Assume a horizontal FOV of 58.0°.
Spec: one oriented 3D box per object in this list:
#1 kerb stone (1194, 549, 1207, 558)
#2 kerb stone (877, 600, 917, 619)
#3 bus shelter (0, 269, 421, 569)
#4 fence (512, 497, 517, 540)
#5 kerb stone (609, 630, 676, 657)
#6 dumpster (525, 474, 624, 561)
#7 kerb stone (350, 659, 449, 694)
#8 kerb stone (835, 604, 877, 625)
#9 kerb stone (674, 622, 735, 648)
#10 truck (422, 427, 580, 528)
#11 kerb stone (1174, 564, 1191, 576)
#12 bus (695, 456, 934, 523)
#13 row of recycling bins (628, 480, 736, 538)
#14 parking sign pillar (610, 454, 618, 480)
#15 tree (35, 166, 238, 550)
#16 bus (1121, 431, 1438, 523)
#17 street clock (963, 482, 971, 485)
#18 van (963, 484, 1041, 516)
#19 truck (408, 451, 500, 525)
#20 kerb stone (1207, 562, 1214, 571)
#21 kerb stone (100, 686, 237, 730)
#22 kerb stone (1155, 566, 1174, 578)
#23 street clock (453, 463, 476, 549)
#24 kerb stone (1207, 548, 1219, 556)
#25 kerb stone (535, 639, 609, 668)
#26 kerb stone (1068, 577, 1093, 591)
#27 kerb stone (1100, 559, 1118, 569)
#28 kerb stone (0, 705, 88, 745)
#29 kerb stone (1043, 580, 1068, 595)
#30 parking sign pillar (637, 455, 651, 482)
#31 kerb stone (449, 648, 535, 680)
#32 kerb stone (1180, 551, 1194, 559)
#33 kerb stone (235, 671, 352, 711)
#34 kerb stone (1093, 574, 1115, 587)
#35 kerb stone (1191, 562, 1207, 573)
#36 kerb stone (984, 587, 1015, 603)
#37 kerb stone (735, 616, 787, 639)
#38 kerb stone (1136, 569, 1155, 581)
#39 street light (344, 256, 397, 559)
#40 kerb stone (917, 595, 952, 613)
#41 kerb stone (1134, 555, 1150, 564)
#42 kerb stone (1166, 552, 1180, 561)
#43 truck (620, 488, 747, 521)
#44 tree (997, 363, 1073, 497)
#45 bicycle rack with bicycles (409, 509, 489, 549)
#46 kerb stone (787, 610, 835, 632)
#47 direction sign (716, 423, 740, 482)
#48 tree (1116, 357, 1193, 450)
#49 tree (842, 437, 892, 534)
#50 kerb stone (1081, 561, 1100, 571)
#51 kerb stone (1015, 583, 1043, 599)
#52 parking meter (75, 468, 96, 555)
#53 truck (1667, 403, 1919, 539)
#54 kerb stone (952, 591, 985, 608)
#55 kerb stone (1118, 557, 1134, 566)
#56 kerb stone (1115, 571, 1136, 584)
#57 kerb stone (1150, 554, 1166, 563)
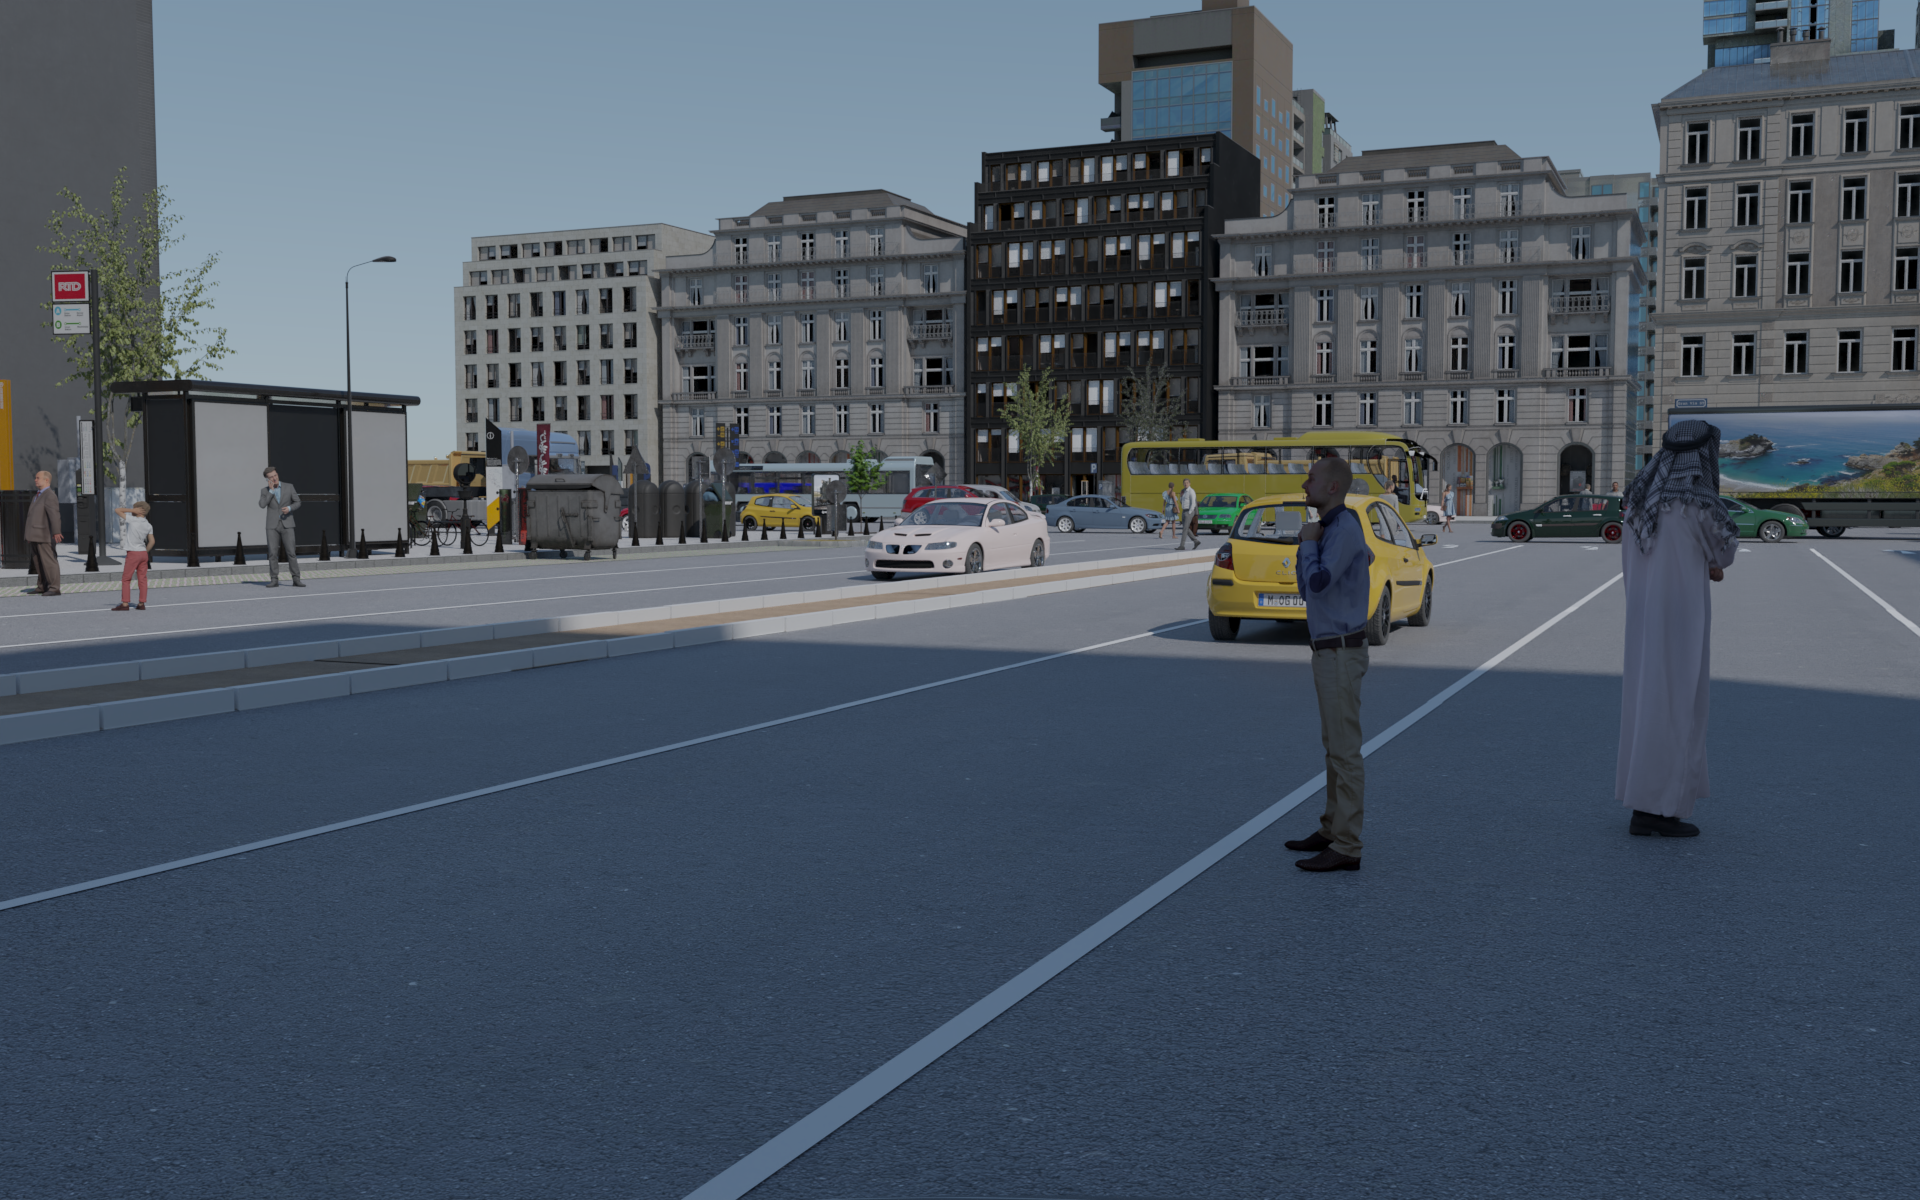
[{"bbox_3d":[5.331,-1.035,39.122,0.120,0.150,1.000,2,4,24],"label":"kerb stone"},{"bbox_3d":[-0.809,0.112,20.377,0.120,0.150,1.000,2,4,24],"label":"kerb stone"},{"bbox_3d":[-14.257,-3.405,33.301,2.179,5.291,8.768,2,4,24],"label":"bus shelter"},{"bbox_3d":[-12.861,-2.362,49.815,0.480,1.192,2.264,-1,4,-10],"label":"fence"},{"bbox_3d":[-2.928,0.407,15.684,0.120,0.150,1.000,2,4,24],"label":"kerb stone"},{"bbox_3d":[-8.400,-1.802,37.672,1.865,1.857,1.264,2,4,25],"label":"dumpster"},{"bbox_3d":[-4.200,0.570,12.868,0.120,0.150,1.000,2,4,24],"label":"kerb stone"},{"bbox_3d":[-1.238,0.169,19.436,0.120,0.150,1.000,2,4,24],"label":"kerb stone"},{"bbox_3d":[-2.504,0.341,16.620,0.120,0.150,1.000,2,4,24],"label":"kerb stone"},{"bbox_3d":[-23.707,-5.062,72.528,18.799,4.110,2.967,1,4,23],"label":"truck"},{"bbox_3d":[3.845,-0.519,30.726,0.120,0.150,1.000,2,4,24],"label":"kerb stone"},{"bbox_3d":[-7.863,-5.695,87.978,13.247,3.499,2.948,1,4,22],"label":"bus"},{"bbox_3d":[-8.170,-2.703,51.301,3.534,1.692,1.069,-3,5,-42],"label":"row of recycling bins"},{"bbox_3d":[-23.212,-7.816,116.256,1.447,3.967,1.447,0,4,-5],"label":"parking sign pillar"},{"bbox_3d":[-19.228,-5.481,39.983,4.737,8.622,4.395,0,3,0],"label":"tree"},{"bbox_3d":[12.657,-4.764,69.438,12.252,3.916,2.896,2,4,23],"label":"bus"},{"bbox_3d":[0.406,-6.047,103.444,0.471,2.002,0.358,0,4,7],"label":"street clock"},{"bbox_3d":[1.565,-4.242,76.373,4.112,2.044,2.013,2,4,24],"label":"van"},{"bbox_3d":[-23.323,-5.084,79.043,9.791,3.379,3.469,2,4,24],"label":"truck"},{"bbox_3d":[4.689,-0.629,32.603,0.120,0.150,1.000,2,4,24],"label":"kerb stone"},{"bbox_3d":[-5.044,0.686,10.985,0.120,0.150,1.000,2,4,24],"label":"kerb stone"},{"bbox_3d":[3.422,-0.464,29.789,0.120,0.150,1.000,2,4,24],"label":"kerb stone"},{"bbox_3d":[-11.548,-2.192,40.411,0.471,2.002,0.358,-3,5,-43],"label":"street clock"},{"bbox_3d":[5.743,-1.094,40.075,0.120,0.150,1.000,2,4,24],"label":"kerb stone"},{"bbox_3d":[-3.357,0.455,14.749,0.120,0.150,1.000,2,4,24],"label":"kerb stone"},{"bbox_3d":[1.728,-0.234,26.019,0.120,0.150,1.000,2,4,24],"label":"kerb stone"},{"bbox_3d":[2.786,-0.689,33.468,0.120,0.150,1.000,2,4,24],"label":"kerb stone"},{"bbox_3d":[-5.466,0.743,10.043,0.120,0.150,1.000,2,4,24],"label":"kerb stone"},{"bbox_3d":[1.299,-0.177,25.084,0.120,0.150,1.000,2,4,24],"label":"kerb stone"},{"bbox_3d":[-19.657,-7.297,107.780,1.447,3.967,1.447,1,4,11],"label":"parking sign pillar"},{"bbox_3d":[-3.775,0.513,13.810,0.120,0.150,1.000,2,4,24],"label":"kerb stone"},{"bbox_3d":[4.905,-0.978,38.183,0.120,0.150,1.000,2,4,24],"label":"kerb stone"},{"bbox_3d":[-4.616,0.628,11.927,0.120,0.150,1.000,2,4,24],"label":"kerb stone"},{"bbox_3d":[2.145,-0.291,26.959,0.120,0.150,1.000,2,4,24],"label":"kerb stone"},{"bbox_3d":[4.268,-0.579,31.665,0.120,0.150,1.000,2,4,24],"label":"kerb stone"},{"bbox_3d":[0.459,-0.061,23.197,0.120,0.150,1.000,2,4,24],"label":"kerb stone"},{"bbox_3d":[-2.083,0.284,17.559,0.120,0.150,1.000,2,4,24],"label":"kerb stone"},{"bbox_3d":[2.999,-0.403,28.852,0.120,0.150,1.000,2,4,24],"label":"kerb stone"},{"bbox_3d":[-11.621,-3.767,34.131,1.470,5.913,1.316,2,4,24],"label":"street light"},{"bbox_3d":[-0.391,0.061,21.317,0.120,0.150,1.000,2,4,24],"label":"kerb stone"},{"bbox_3d":[3.622,-0.805,35.357,0.120,0.150,1.000,2,4,24],"label":"kerb stone"},{"bbox_3d":[4.472,-0.915,37.245,0.120,0.150,1.000,2,4,24],"label":"kerb stone"},{"bbox_3d":[-14.101,-5.585,81.077,18.799,4.110,2.967,2,4,25],"label":"truck"},{"bbox_3d":[4.269,-9.041,98.175,4.737,8.622,4.395,0,3,0],"label":"tree"},{"bbox_3d":[-13.328,-1.759,42.138,2.925,0.926,2.852,2,4,30],"label":"bicycle rack with bicycles"},{"bbox_3d":[-1.654,0.226,18.493,0.120,0.150,1.000,2,4,24],"label":"kerb stone"},{"bbox_3d":[-7.414,-3.874,55.342,0.876,3.537,0.379,-3,5,-42],"label":"direction sign"},{"bbox_3d":[10.280,-8.801,94.255,4.360,8.622,3.978,0,3,0],"label":"tree"},{"bbox_3d":[-3.276,-3.757,56.036,1.663,3.219,1.824,0,3,0],"label":"tree"},{"bbox_3d":[2.355,-0.632,32.533,0.120,0.150,1.000,2,4,24],"label":"kerb stone"},{"bbox_3d":[0.883,-0.117,24.143,0.120,0.150,1.000,2,4,24],"label":"kerb stone"},{"bbox_3d":[-18.531,-1.897,36.720,0.255,1.863,0.399,0,4,-6],"label":"parking meter"},{"bbox_3d":[28.582,-4.046,55.072,11.283,4.237,2.839,2,4,26],"label":"truck"},{"bbox_3d":[0.032,0.004,22.261,0.120,0.150,1.000,2,4,24],"label":"kerb stone"},{"bbox_3d":[3.198,-0.745,34.410,0.120,0.150,1.000,2,4,24],"label":"kerb stone"},{"bbox_3d":[2.574,-0.343,27.911,0.120,0.150,1.000,2,4,24],"label":"kerb stone"},{"bbox_3d":[4.050,-0.862,36.299,0.120,0.150,1.000,2,4,24],"label":"kerb stone"}]
